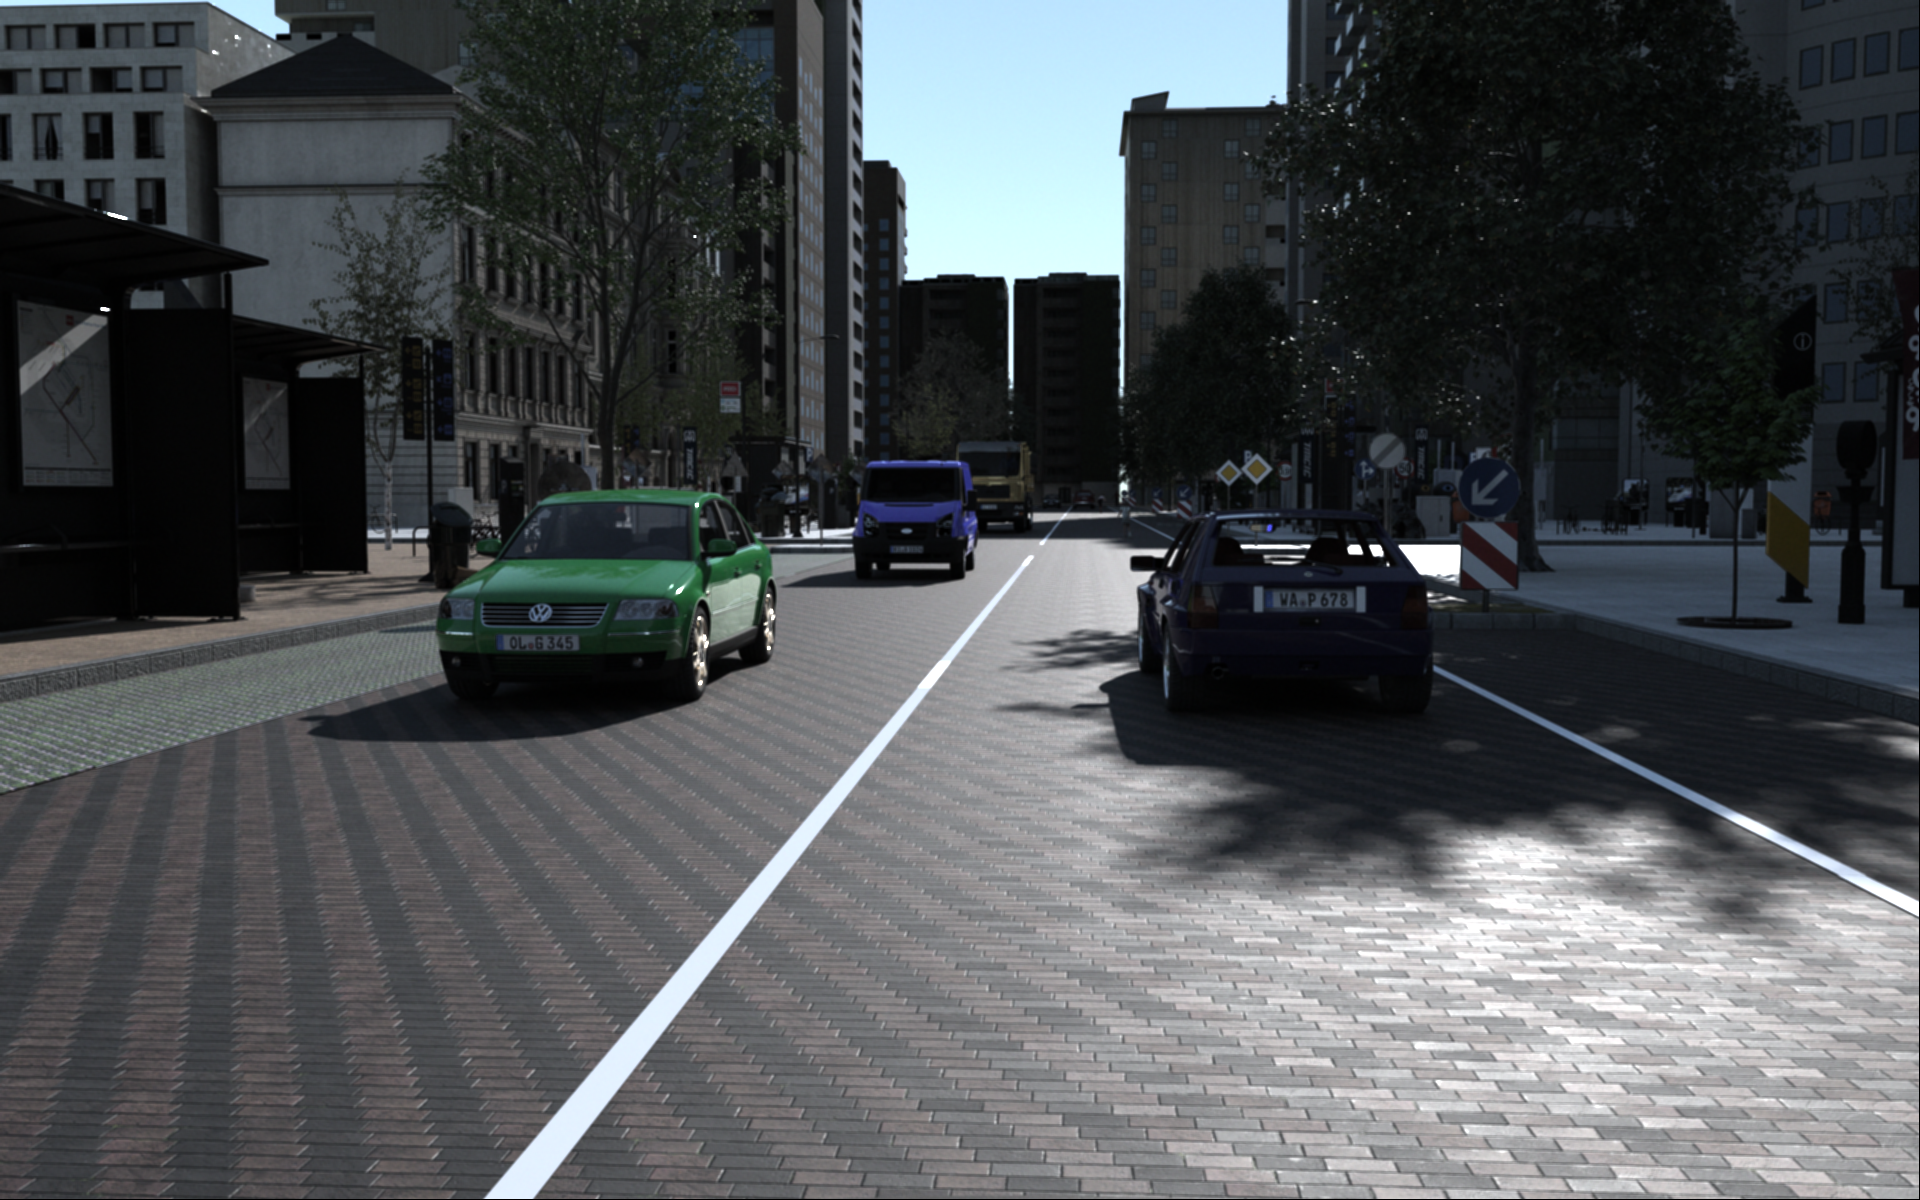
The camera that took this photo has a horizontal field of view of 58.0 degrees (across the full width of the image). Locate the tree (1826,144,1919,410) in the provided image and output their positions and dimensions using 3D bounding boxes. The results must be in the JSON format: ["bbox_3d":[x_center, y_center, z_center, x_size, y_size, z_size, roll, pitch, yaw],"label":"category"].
[{"bbox_3d":[20.740,-5.316,37.280,4.360,8.622,3.978,0,3,0],"label":"tree"}]

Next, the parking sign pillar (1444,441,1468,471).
[{"bbox_3d":[24.949,-6.030,87.062,1.447,3.967,1.447,-3,5,-42],"label":"parking sign pillar"}]

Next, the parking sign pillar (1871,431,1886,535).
[{"bbox_3d":[29.277,-4.005,53.957,1.447,3.967,1.447,-1,4,-19],"label":"parking sign pillar"}]

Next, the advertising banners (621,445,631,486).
[{"bbox_3d":[-12.558,-4.022,61.950,2.074,3.025,0.090,1,4,18],"label":"advertising banners"}]

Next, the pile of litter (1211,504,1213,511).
[{"bbox_3d":[15.042,-5.470,103.395,1.176,0.858,1.719,0,4,5],"label":"pile of litter"}]

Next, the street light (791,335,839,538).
[{"bbox_3d":[-4.243,-4.788,50.827,1.470,5.913,1.316,0,4,4],"label":"street light"}]

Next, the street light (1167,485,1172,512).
[{"bbox_3d":[14.506,-9.281,124.283,1.470,5.913,1.316,0,4,4],"label":"street light"}]

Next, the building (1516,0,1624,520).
[{"bbox_3d":[36.359,-24.819,89.381,14.154,41.232,14.086,0,4,4],"label":"building"}]

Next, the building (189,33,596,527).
[{"bbox_3d":[-23.209,-12.877,75.159,10.561,19.102,19.286,0,4,4],"label":"building"}]

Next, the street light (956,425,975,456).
[{"bbox_3d":[0.287,-8.786,116.191,1.470,5.913,1.316,0,4,4],"label":"street light"}]

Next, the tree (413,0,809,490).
[{"bbox_3d":[-6.548,-6.512,32.223,9.928,11.665,9.643,0,3,0],"label":"tree"}]

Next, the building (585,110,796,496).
[{"bbox_3d":[-20.796,-22.174,134.246,14.160,30.474,14.107,0,4,4],"label":"building"}]

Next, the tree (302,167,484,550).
[{"bbox_3d":[-13.136,-5.472,39.835,4.360,8.622,3.978,0,3,0],"label":"tree"}]

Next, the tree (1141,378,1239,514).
[{"bbox_3d":[13.440,-8.962,96.894,4.737,8.622,4.395,0,3,0],"label":"tree"}]

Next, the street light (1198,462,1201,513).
[{"bbox_3d":[12.143,-7.282,91.608,1.470,5.913,1.316,0,4,4],"label":"street light"}]

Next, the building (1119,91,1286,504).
[{"bbox_3d":[35.510,-39.478,234.703,27.495,52.752,28.713,0,4,4],"label":"building"}]

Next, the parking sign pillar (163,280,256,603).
[{"bbox_3d":[-9.127,-1.953,20.411,1.447,3.967,1.447,3,5,42],"label":"parking sign pillar"}]

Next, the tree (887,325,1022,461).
[{"bbox_3d":[-0.297,-13.133,125.099,12.009,13.543,11.850,0,3,0],"label":"tree"}]

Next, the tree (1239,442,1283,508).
[{"bbox_3d":[11.098,-4.258,64.225,1.663,3.219,1.824,0,3,0],"label":"tree"}]

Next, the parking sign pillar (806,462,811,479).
[{"bbox_3d":[-8.532,-6.312,91.667,1.447,3.967,1.447,2,4,26],"label":"parking sign pillar"}]

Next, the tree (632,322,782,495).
[{"bbox_3d":[-10.506,-7.468,72.462,4.737,8.622,4.395,0,3,0],"label":"tree"}]

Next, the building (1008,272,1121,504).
[{"bbox_3d":[14.065,-27.969,228.996,14.107,30.474,14.160,0,4,4],"label":"building"}]

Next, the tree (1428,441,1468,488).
[{"bbox_3d":[30.139,-7.549,107.135,4.285,4.588,4.351,0,3,0],"label":"tree"}]

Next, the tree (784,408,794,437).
[{"bbox_3d":[-12.590,-9.896,112.168,4.737,8.622,4.395,0,3,0],"label":"tree"}]

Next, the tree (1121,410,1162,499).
[{"bbox_3d":[18.694,-14.021,163.654,7.601,10.594,8.767,0,4,-7],"label":"tree"}]

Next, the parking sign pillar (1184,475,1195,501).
[{"bbox_3d":[16.034,-8.102,120.946,1.447,3.967,1.447,0,4,-8],"label":"parking sign pillar"}]

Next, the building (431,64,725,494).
[{"bbox_3d":[-22.694,-17.302,101.973,14.460,24.649,34.723,0,4,4],"label":"building"}]

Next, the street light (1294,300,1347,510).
[{"bbox_3d":[8.693,-4.221,41.550,1.470,5.913,1.316,0,4,4],"label":"street light"}]

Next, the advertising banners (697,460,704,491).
[{"bbox_3d":[-13.865,-5.673,88.947,2.074,3.025,0.090,2,4,35],"label":"advertising banners"}]

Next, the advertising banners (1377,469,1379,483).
[{"bbox_3d":[28.619,-7.548,119.593,0.090,3.025,2.074,0,4,-3],"label":"advertising banners"}]

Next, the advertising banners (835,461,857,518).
[{"bbox_3d":[-6.095,-5.967,93.747,0.090,3.025,2.074,2,4,35],"label":"advertising banners"}]

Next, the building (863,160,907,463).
[{"bbox_3d":[-14.702,-35.574,231.753,14.200,45.320,14.600,0,4,4],"label":"building"}]

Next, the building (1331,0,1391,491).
[{"bbox_3d":[42.328,-31.772,139.088,23.786,49.044,30.456,0,4,4],"label":"building"}]

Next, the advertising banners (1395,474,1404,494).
[{"bbox_3d":[21.250,-5.273,82.409,2.074,3.025,0.090,-3,4,-39],"label":"advertising banners"}]

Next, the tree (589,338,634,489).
[{"bbox_3d":[-14.755,-7.783,77.614,4.737,8.622,4.395,0,3,0],"label":"tree"}]

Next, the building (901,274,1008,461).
[{"bbox_3d":[-0.618,-28.075,230.721,14.107,30.474,14.160,0,4,4],"label":"building"}]

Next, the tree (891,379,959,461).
[{"bbox_3d":[-2.004,-9.775,110.189,4.360,8.622,3.978,0,3,0],"label":"tree"}]

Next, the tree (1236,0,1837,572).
[{"bbox_3d":[9.402,-6.814,28.417,9.611,12.733,9.660,0,3,0],"label":"tree"}]

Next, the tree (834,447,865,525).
[{"bbox_3d":[-4.627,-4.731,71.949,1.663,3.219,1.824,0,3,0],"label":"tree"}]

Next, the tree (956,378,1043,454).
[{"bbox_3d":[4.203,-17.273,189.066,9.857,13.997,8.962,0,3,0],"label":"tree"}]

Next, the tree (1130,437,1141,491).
[{"bbox_3d":[19.998,-14.331,184.666,4.737,8.622,4.395,0,3,0],"label":"tree"}]

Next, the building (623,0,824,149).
[{"bbox_3d":[-19.492,-30.444,147.863,14.600,45.320,14.200,0,4,4],"label":"building"}]

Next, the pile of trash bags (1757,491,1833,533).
[{"bbox_3d":[27.518,-2.976,58.407,3.447,1.369,1.912,2,4,33],"label":"pile of trash bags"}]

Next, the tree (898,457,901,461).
[{"bbox_3d":[-3.033,-5.794,89.333,1.663,3.219,1.824,0,3,0],"label":"tree"}]

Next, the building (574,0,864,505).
[{"bbox_3d":[-24.432,-38.918,178.305,28.212,58.520,21.231,0,4,4],"label":"building"}]

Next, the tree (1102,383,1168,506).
[{"bbox_3d":[20.589,-17.521,193.126,9.857,13.997,8.962,0,3,0],"label":"tree"}]

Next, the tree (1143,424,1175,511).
[{"bbox_3d":[15.671,-10.949,129.379,4.360,8.622,3.978,0,3,0],"label":"tree"}]

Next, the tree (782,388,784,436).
[{"bbox_3d":[-11.999,-8.225,84.837,4.737,8.622,4.395,0,3,0],"label":"tree"}]

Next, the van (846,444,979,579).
[{"bbox_3d":[-0.742,-1.635,31.124,2.240,2.365,5.245,0,4,3],"label":"van"}]

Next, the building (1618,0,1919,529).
[{"bbox_3d":[44.217,-32.282,69.814,28.212,58.520,21.231,0,4,4],"label":"building"}]

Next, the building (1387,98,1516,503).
[{"bbox_3d":[35.709,-21.068,116.163,14.160,30.474,14.107,0,4,4],"label":"building"}]

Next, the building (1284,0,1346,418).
[{"bbox_3d":[42.608,-38.395,169.758,21.231,58.520,28.212,0,4,4],"label":"building"}]

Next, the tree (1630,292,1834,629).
[{"bbox_3d":[7.581,-1.351,16.693,1.663,3.219,1.824,0,3,0],"label":"tree"}]

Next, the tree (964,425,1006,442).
[{"bbox_3d":[2.495,-13.388,169.259,4.737,8.622,4.395,0,3,0],"label":"tree"}]

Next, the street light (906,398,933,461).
[{"bbox_3d":[-2.007,-6.787,83.511,1.470,5.913,1.316,0,4,4],"label":"street light"}]

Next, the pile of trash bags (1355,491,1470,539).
[{"bbox_3d":[12.975,-2.454,49.881,3.447,1.369,1.912,1,4,13],"label":"pile of trash bags"}]

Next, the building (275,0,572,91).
[{"bbox_3d":[-52.890,-35.943,176.899,27.495,52.752,28.713,0,4,4],"label":"building"}]

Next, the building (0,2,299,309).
[{"bbox_3d":[-37.305,-13.255,71.479,16.860,20.320,10.420,0,4,4],"label":"building"}]

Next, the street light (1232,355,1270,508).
[{"bbox_3d":[9.749,-5.211,57.748,1.470,5.913,1.316,0,4,4],"label":"street light"}]
